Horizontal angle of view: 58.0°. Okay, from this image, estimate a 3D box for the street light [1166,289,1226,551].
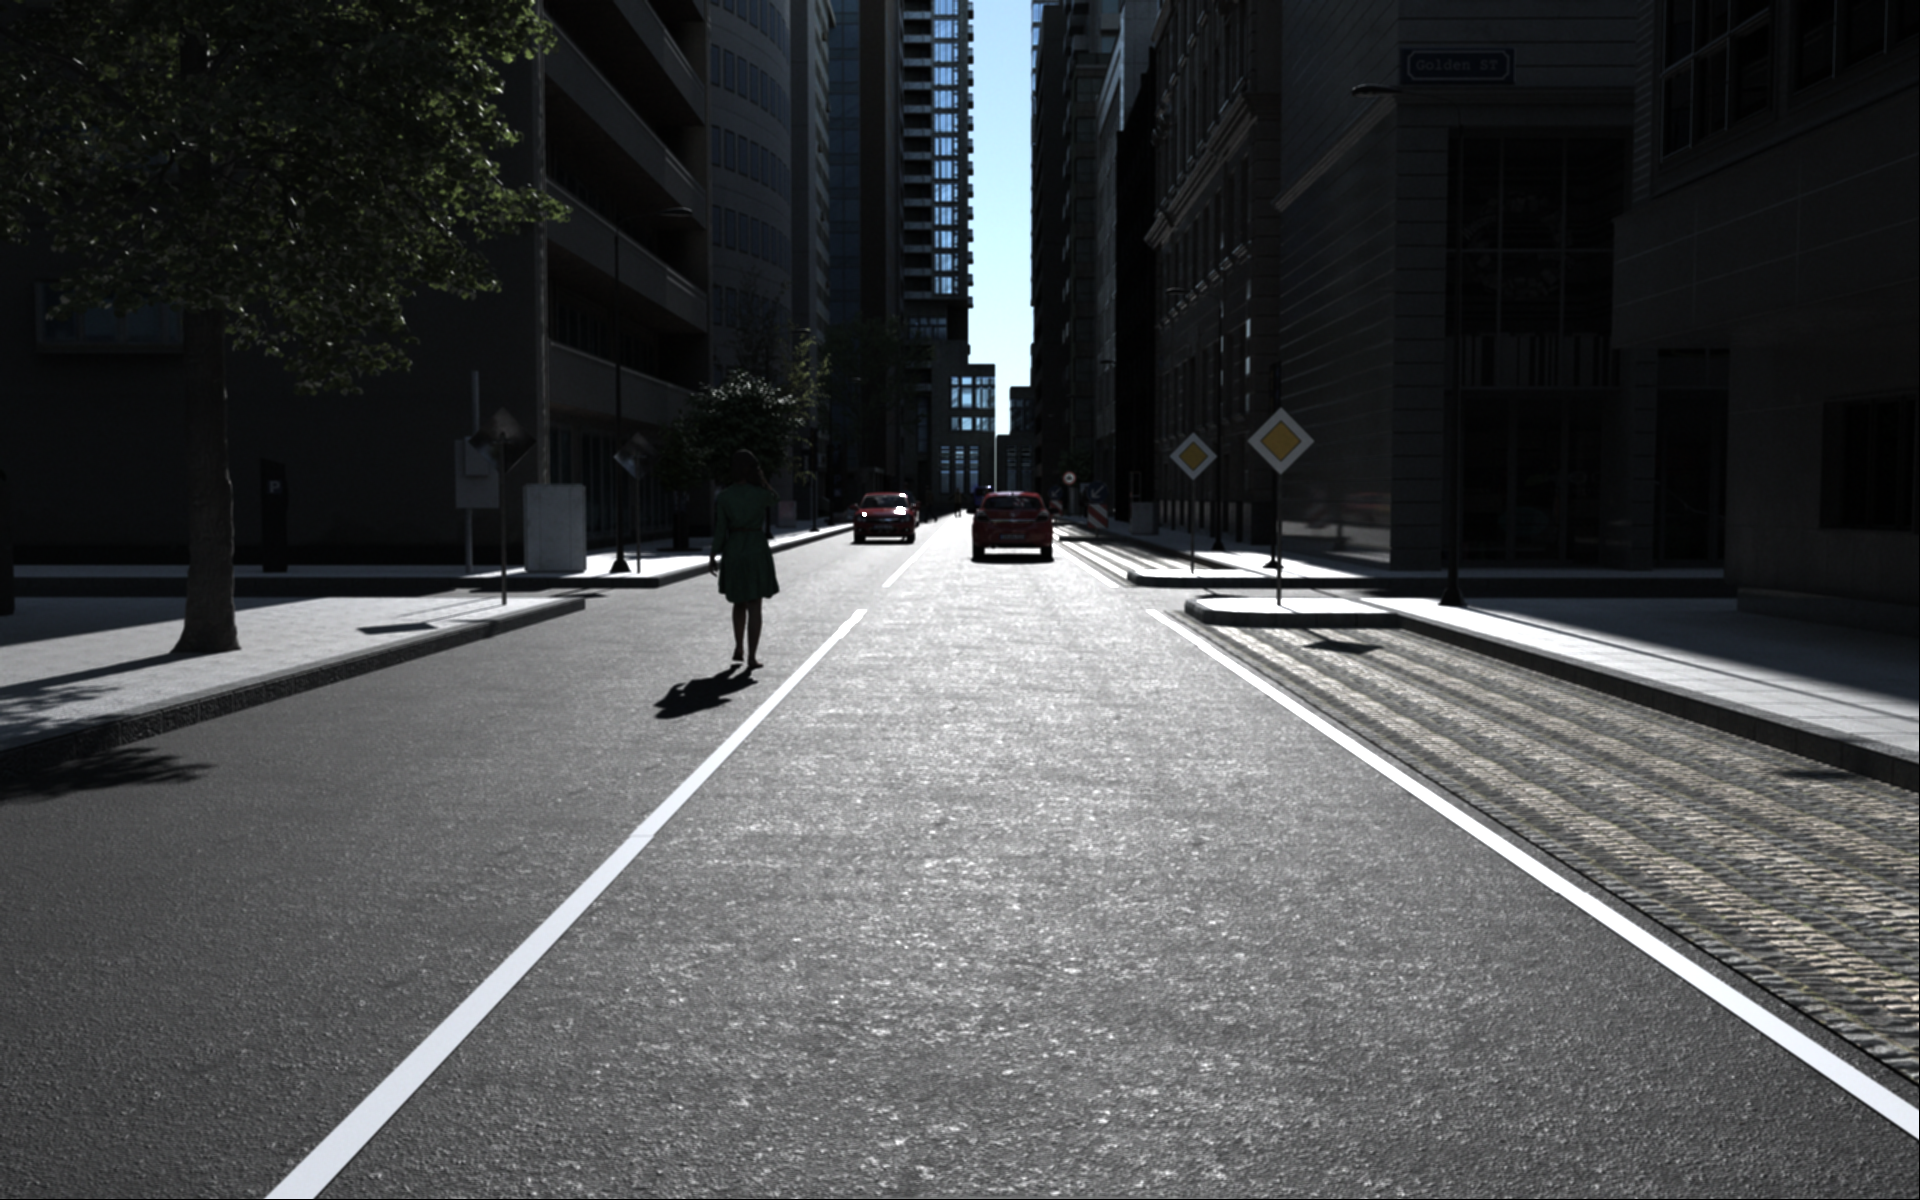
[{"bbox_3d":[5.347,-4.084,39.310,1.470,5.913,1.316,0,4,1],"label":"street light"}]

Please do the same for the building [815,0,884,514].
[{"bbox_3d":[-21.471,-25.879,115.000,32.217,40.220,23.993,0,4,1],"label":"building"}]

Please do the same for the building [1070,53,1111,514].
[{"bbox_3d":[14.417,-21.138,117.313,14.160,30.474,14.107,0,4,1],"label":"building"}]

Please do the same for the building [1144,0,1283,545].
[{"bbox_3d":[13.051,-15.743,54.658,12.463,27.353,25.104,0,4,1],"label":"building"}]

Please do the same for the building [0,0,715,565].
[{"bbox_3d":[-18.126,-25.479,40.284,21.300,48.544,21.600,0,4,1],"label":"building"}]

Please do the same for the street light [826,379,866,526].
[{"bbox_3d":[-4.668,-5.945,69.742,1.470,5.913,1.316,0,4,1],"label":"street light"}]

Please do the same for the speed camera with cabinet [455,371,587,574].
[{"bbox_3d":[-7.167,-2.074,28.253,2.038,3.252,0.660,-1,4,-15],"label":"speed camera with cabinet"}]

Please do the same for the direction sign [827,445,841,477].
[{"bbox_3d":[-5.666,-5.338,79.273,0.876,3.537,0.379,1,4,9],"label":"direction sign"}]

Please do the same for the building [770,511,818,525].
[{"bbox_3d":[-17.885,-32.466,72.824,21.231,58.520,28.212,0,4,1],"label":"building"}]

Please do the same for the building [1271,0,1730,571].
[{"bbox_3d":[21.940,-15.640,33.200,29.804,29.767,11.434,0,4,1],"label":"building"}]

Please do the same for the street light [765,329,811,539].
[{"bbox_3d":[-4.910,-4.678,49.019,1.470,5.913,1.316,0,4,1],"label":"street light"}]

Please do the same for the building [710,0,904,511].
[{"bbox_3d":[-19.584,-38.211,166.745,28.212,58.520,21.231,0,4,1],"label":"building"}]

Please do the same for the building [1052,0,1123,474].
[{"bbox_3d":[19.792,-31.815,139.791,23.786,49.044,30.456,0,4,1],"label":"building"}]

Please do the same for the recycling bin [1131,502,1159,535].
[{"bbox_3d":[5.830,-2.566,54.506,0.722,1.027,0.722,1,4,23],"label":"recycling bin"}]

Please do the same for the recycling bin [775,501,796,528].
[{"bbox_3d":[-6.630,-3.263,65.910,0.722,1.027,0.722,-1,4,-13],"label":"recycling bin"}]

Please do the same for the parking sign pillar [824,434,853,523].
[{"bbox_3d":[-5.343,-5.429,77.234,1.447,3.967,1.447,0,4,7],"label":"parking sign pillar"}]

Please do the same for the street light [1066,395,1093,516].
[{"bbox_3d":[5.674,-6.654,81.340,1.470,5.913,1.316,0,4,1],"label":"street light"}]

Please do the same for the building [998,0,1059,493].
[{"bbox_3d":[19.638,-54.036,196.166,31.000,86.520,22.319,0,4,1],"label":"building"}]

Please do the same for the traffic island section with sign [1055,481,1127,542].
[{"bbox_3d":[4.010,-2.686,52.547,1.989,1.847,2.006,0,4,1],"label":"traffic island section with sign"}]

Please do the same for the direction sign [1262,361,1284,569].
[{"bbox_3d":[5.419,-2.317,29.875,0.379,3.537,0.876,0,4,-1],"label":"direction sign"}]

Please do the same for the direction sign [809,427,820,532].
[{"bbox_3d":[-4.967,-4.101,59.053,0.379,3.537,0.876,1,4,11],"label":"direction sign"}]

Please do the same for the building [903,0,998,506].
[{"bbox_3d":[-11.558,-54.089,197.029,31.000,86.520,22.319,0,4,1],"label":"building"}]

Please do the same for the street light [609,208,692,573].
[{"bbox_3d":[-5.045,-3.410,28.296,1.470,5.913,1.316,0,4,1],"label":"street light"}]

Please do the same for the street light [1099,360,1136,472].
[{"bbox_3d":[5.528,-5.358,60.146,1.470,5.913,1.316,0,4,1],"label":"street light"}]

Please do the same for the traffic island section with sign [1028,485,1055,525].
[{"bbox_3d":[4.263,-4.344,79.658,1.989,1.847,2.006,0,4,1],"label":"traffic island section with sign"}]

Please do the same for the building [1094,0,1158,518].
[{"bbox_3d":[13.926,-16.819,93.009,12.078,24.808,19.932,0,4,1],"label":"building"}]

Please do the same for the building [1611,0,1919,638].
[{"bbox_3d":[13.749,-11.275,3.415,14.314,24.678,30.058,0,4,1],"label":"building"}]

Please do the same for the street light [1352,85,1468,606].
[{"bbox_3d":[5.145,-2.892,19.824,1.470,5.913,1.316,0,4,1],"label":"street light"}]

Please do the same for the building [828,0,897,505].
[{"bbox_3d":[-13.105,-30.452,148.002,14.600,45.320,14.200,0,4,1],"label":"building"}]

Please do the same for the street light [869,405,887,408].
[{"bbox_3d":[-4.512,-7.213,90.473,1.470,5.913,1.316,0,4,1],"label":"street light"}]

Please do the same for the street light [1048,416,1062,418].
[{"bbox_3d":[5.897,-7.949,102.500,1.470,5.913,1.316,0,4,1],"label":"street light"}]

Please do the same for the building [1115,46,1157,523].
[{"bbox_3d":[13.565,-15.017,75.205,12.332,23.373,15.834,0,4,1],"label":"building"}]

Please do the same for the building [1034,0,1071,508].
[{"bbox_3d":[18.207,-33.203,166.575,21.300,48.544,21.600,0,4,1],"label":"building"}]
